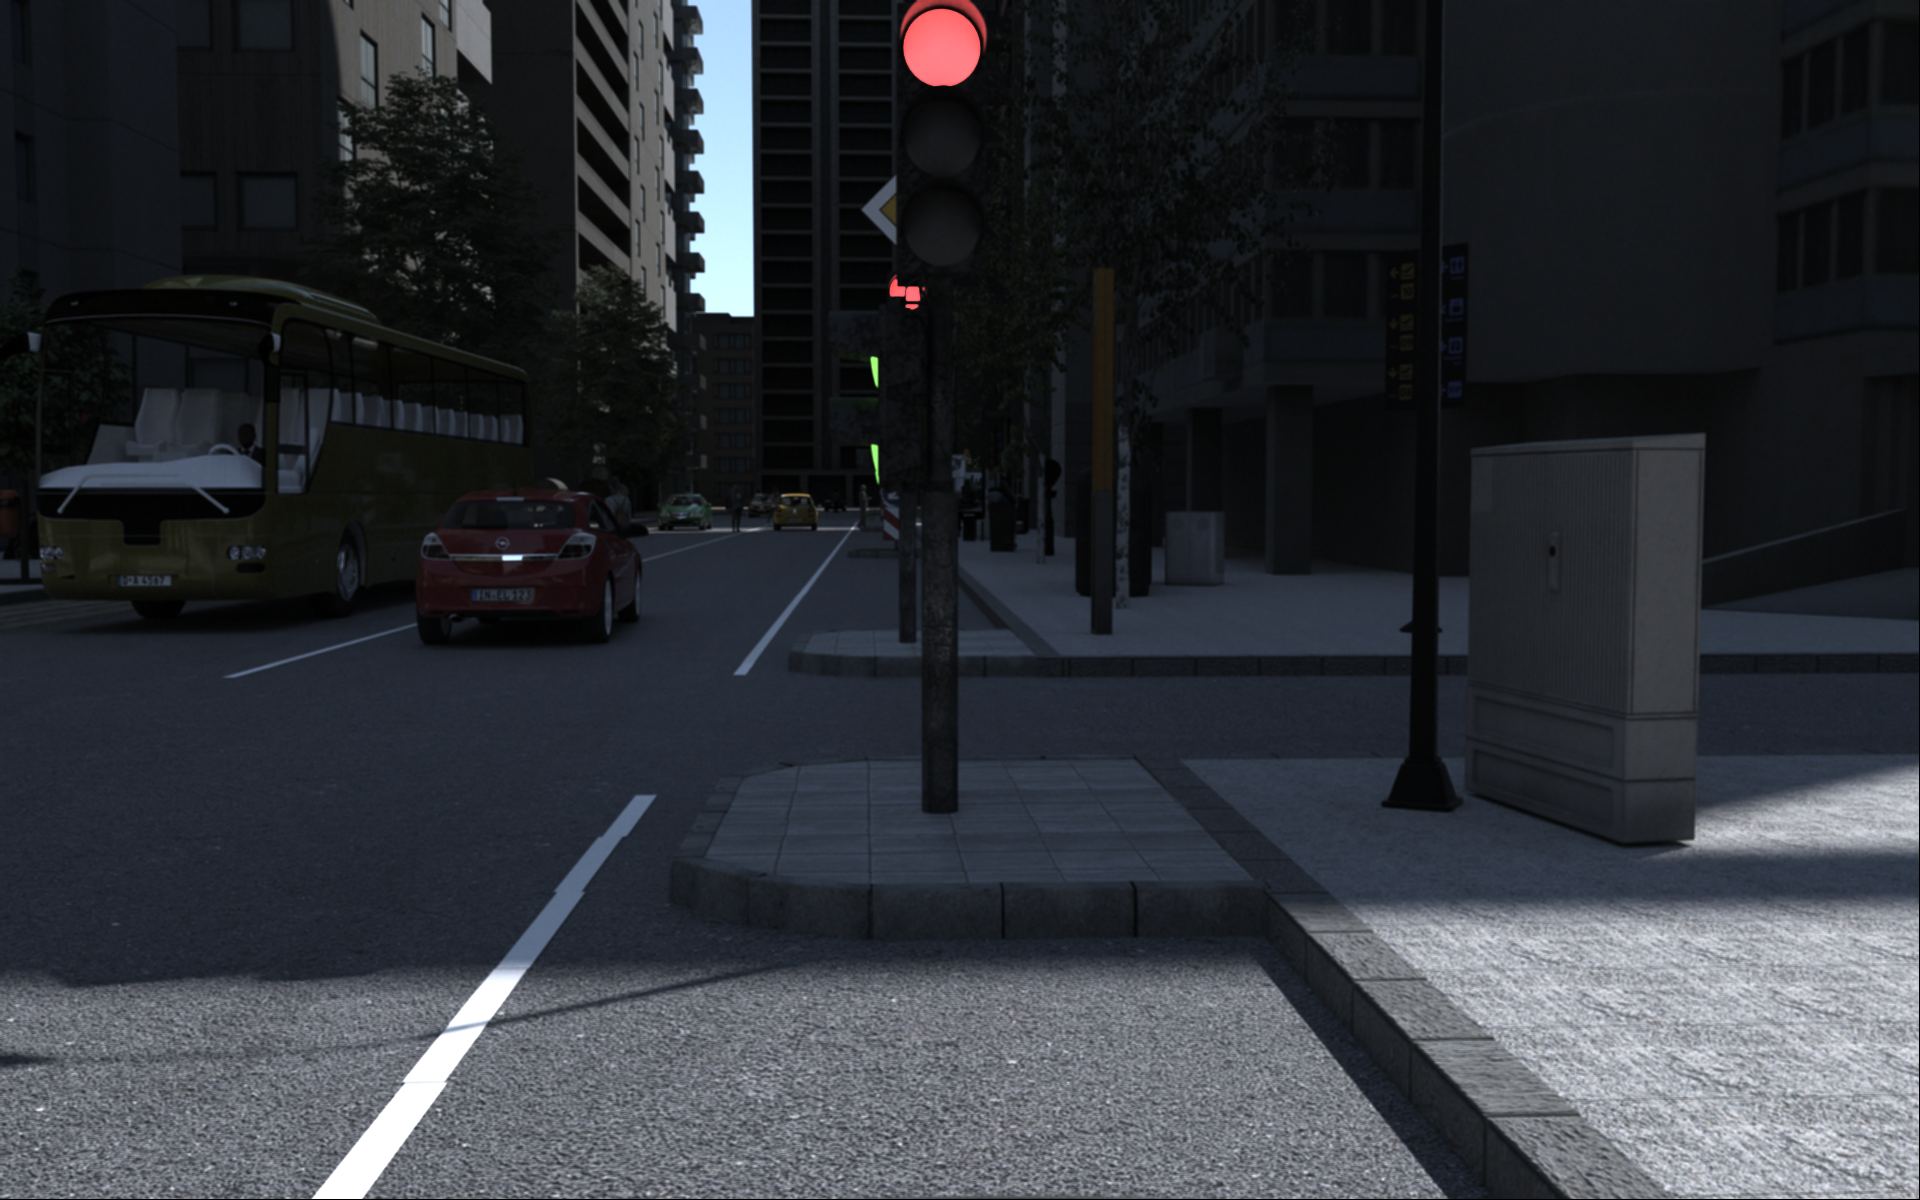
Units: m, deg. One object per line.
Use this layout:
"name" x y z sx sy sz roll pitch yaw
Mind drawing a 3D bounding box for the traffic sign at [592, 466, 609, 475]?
"traffic sign" -16.209 -4.766 78.022 0.768 2.556 0.104 0 4 7

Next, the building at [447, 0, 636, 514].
"building" -31.034 -29.076 99.094 21.300 48.544 21.600 0 4 -3

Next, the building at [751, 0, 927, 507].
"building" -11.226 -45.674 185.018 20.611 71.187 20.563 0 4 -3

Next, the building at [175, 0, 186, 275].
"building" -33.486 -29.066 64.465 28.713 52.752 27.495 0 4 -3

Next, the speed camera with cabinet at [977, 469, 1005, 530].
"speed camera with cabinet" 1.071 -4.166 62.447 0.660 3.252 2.038 1 4 18

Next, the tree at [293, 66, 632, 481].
"tree" -14.037 -7.855 46.564 7.486 12.596 7.792 0 3 0

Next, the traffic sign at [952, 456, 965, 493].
"traffic sign" -0.144 -2.634 45.202 0.606 2.300 0.079 0 4 3

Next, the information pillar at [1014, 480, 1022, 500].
"information pillar" 2.957 -5.149 88.678 0.304 2.012 0.304 -3 5 -41

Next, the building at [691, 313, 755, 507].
"building" -36.122 -21.037 188.995 28.899 21.520 27.650 0 4 -3

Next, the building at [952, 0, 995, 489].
"building" 8.941 -32.332 152.337 21.300 48.544 21.600 0 4 -3

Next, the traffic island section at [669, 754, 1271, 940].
"traffic island section" -0.059 0.934 7.017 2.009 0.180 2.903 0 4 -3

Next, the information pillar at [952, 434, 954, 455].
"information pillar" -0.258 -4.615 66.812 0.183 3.616 0.504 1 4 8

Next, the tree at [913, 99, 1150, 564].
"tree" 1.259 -4.978 31.750 4.737 8.622 4.395 0 3 0

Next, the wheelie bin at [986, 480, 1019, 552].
"wheelie bin" 0.947 -1.889 38.788 0.693 1.594 0.980 0 4 8

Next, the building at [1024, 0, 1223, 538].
"building" 12.900 -31.899 63.544 21.231 58.520 28.212 0 4 -3

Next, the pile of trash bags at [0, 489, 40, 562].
"pile of trash bags" -17.952 -1.491 34.135 1.912 1.369 3.447 0 4 1

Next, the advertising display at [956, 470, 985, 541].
"advertising display" 0.258 -2.573 47.285 0.974 1.923 0.123 2 4 34

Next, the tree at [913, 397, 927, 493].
"tree" -2.389 -9.376 103.667 4.360 8.622 3.978 0 3 0

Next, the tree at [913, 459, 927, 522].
"tree" -1.448 -5.283 80.974 1.663 3.219 1.824 0 3 0

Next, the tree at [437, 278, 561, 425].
"tree" -15.296 -6.493 56.519 4.737 8.622 4.395 0 3 0

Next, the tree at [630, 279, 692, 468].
"tree" -17.003 -10.234 85.450 7.486 12.596 7.792 0 3 0

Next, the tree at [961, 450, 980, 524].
"tree" 0.474 -4.921 75.054 1.663 3.219 1.824 0 3 0

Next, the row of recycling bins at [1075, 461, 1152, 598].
"row of recycling bins" 2.062 -0.980 23.130 1.069 1.692 3.534 0 4 7

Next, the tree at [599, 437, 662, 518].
"tree" -17.779 -6.711 93.436 4.285 4.588 4.351 0 3 0

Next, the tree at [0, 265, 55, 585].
"tree" -13.562 -2.522 24.952 4.285 4.588 4.351 0 3 0

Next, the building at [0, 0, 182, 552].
"building" -29.782 -29.764 28.636 21.231 58.520 28.212 0 4 -3

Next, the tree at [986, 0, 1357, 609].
"tree" 2.054 -4.207 19.153 4.360 8.622 3.978 0 3 0

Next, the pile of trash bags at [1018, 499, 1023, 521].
"pile of trash bags" 3.228 -4.469 82.826 1.912 1.369 3.447 -2 4 -28

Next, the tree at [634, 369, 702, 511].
"tree" -17.129 -9.150 99.960 4.737 8.622 4.395 0 3 0

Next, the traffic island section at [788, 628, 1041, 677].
"traffic island section" -0.431 0.446 14.994 2.009 0.180 2.903 0 4 -3

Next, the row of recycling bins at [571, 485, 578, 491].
"row of recycling bins" -17.358 -4.514 80.918 3.534 1.692 1.069 -1 4 -23

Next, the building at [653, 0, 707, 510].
"building" -37.717 -32.363 148.741 30.456 49.044 23.786 0 4 -3

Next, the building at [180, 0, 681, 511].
"building" -35.061 -32.665 123.306 28.713 52.752 27.495 0 4 -3

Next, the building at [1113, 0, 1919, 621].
"building" 15.890 -20.833 32.505 23.993 40.220 32.217 0 4 -3

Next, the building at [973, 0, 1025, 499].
"building" 12.140 -27.541 104.917 22.147 44.769 28.867 0 4 -3
